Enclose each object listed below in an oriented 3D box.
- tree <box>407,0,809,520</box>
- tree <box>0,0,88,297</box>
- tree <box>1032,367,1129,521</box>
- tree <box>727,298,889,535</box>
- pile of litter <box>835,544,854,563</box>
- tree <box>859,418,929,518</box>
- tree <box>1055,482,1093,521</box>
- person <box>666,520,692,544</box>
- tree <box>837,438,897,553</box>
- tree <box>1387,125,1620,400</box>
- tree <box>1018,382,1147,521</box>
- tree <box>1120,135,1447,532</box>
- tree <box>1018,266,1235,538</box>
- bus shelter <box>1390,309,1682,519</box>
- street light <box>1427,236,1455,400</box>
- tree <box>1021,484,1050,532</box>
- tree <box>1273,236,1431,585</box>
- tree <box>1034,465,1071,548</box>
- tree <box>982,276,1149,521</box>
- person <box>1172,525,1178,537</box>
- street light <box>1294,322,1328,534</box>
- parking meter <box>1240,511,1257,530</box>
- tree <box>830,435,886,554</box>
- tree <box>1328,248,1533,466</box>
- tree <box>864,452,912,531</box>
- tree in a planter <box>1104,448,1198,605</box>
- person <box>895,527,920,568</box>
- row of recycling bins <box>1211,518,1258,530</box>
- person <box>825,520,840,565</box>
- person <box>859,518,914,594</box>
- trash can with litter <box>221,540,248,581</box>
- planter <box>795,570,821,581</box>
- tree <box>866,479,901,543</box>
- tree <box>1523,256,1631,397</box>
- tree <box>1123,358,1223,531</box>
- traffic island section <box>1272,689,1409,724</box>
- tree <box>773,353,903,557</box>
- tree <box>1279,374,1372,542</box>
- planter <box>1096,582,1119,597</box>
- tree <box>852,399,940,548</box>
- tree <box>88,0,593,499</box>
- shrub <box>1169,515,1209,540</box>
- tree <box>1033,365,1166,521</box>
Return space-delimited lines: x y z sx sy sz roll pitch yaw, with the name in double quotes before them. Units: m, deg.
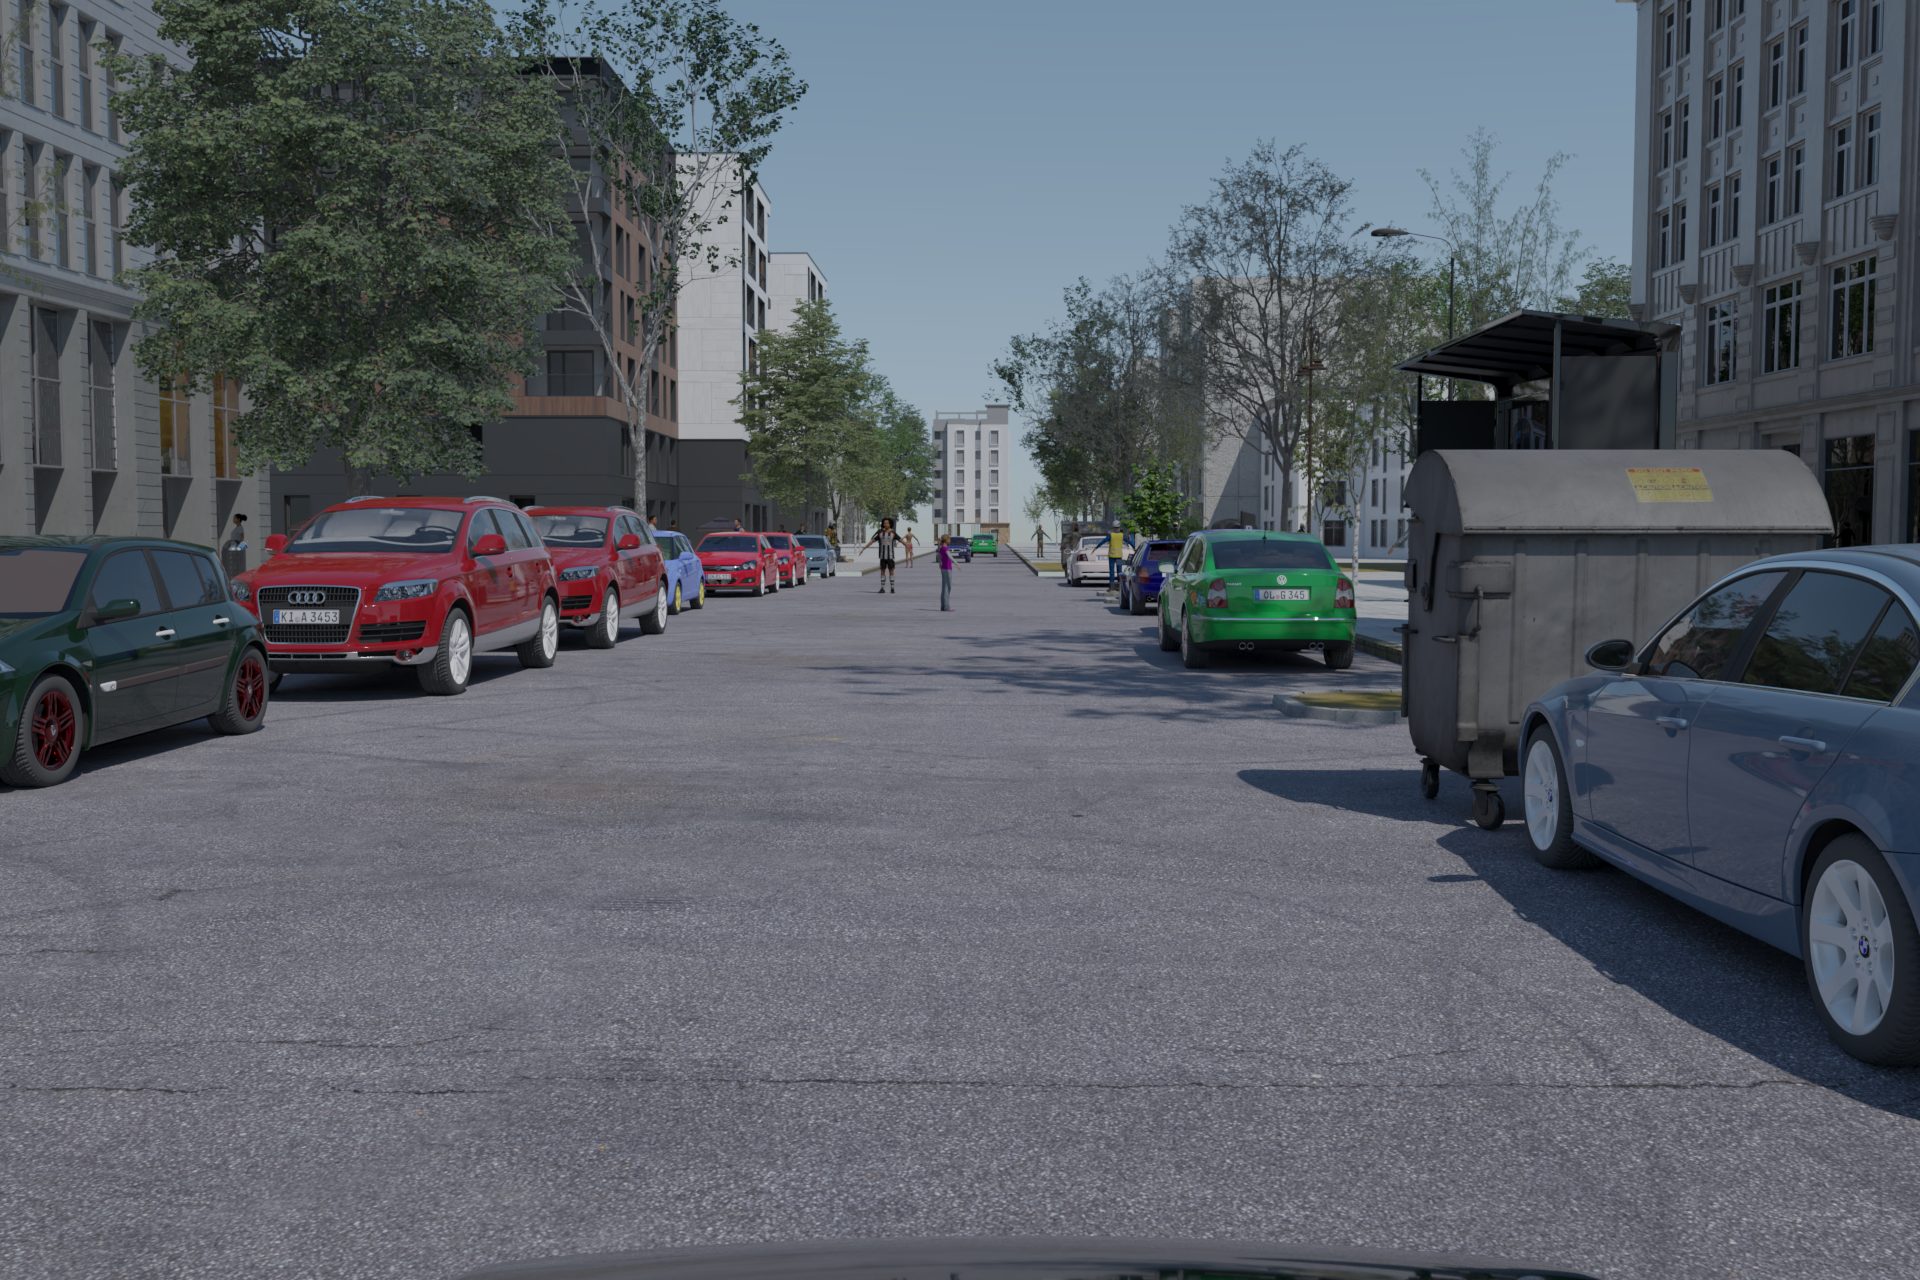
"tree" -11.785 -12.367 58.097 12.611 20.169 13.585 0 3 0
"tree" -11.622 -4.076 17.009 4.360 8.622 3.978 0 3 0
"tree" 8.496 -12.162 116.976 7.486 12.596 7.792 0 3 0
"tree" -7.264 -10.093 83.151 7.486 12.596 7.792 0 3 0
"pile of litter" -5.378 -3.948 78.518 1.176 0.858 1.719 0 4 1
"tree" -6.324 -14.020 154.987 9.928 11.665 9.643 0 3 0
"tree" 9.412 -12.173 149.386 4.737 8.622 4.395 0 3 0
"person" -10.904 -3.659 65.955 1.346 1.812 0.704 0 4 6
"tree" -6.724 -10.314 119.002 4.737 8.622 4.395 0 3 0
"tree" 10.053 -4.977 31.734 4.360 8.622 3.978 0 3 0
"tree" 7.950 -10.303 102.862 8.767 10.594 7.601 -1 4 -21
"tree" 10.023 -8.741 53.287 12.009 13.543 11.850 0 3 0
"tree" 7.717 -10.368 79.879 12.009 13.543 11.850 0 3 0
"bus shelter" 6.795 -1.829 21.191 1.731 3.624 6.357 0 4 1
"street light" 8.017 -3.295 26.418 1.470 5.913 1.316 0 4 1
"tree" 11.189 -18.538 253.459 4.737 8.622 4.395 0 3 0
"tree" 9.838 -5.656 42.831 4.360 8.622 3.978 0 3 0
"tree" 8.961 -12.855 160.547 4.737 8.622 4.395 0 3 0
"tree" 7.990 -16.758 129.878 12.611 20.169 13.585 0 3 0
"person" 9.560 -4.325 76.898 1.347 1.806 0.705 2 4 24
"street light" 7.669 -3.986 37.963 0.468 5.910 1.993 0 4 1
"parking meter" 7.327 -2.342 44.009 0.399 1.863 0.255 0 4 1
"tree" -6.772 -9.850 111.406 4.360 8.622 3.978 0 3 0
"tree" 17.276 -8.426 63.519 9.928 11.665 9.643 0 3 0
"tree" -6.311 -12.046 147.311 4.737 8.622 4.395 0 3 0
"tree in a planter" 4.016 -2.374 36.034 1.991 3.239 1.994 0 4 2
"person" -2.190 -3.903 73.072 1.217 1.733 0.721 -2 4 -35
"row of recycling bins" 7.229 -2.380 46.032 1.069 1.692 3.534 0 4 1
"person" -5.184 -3.949 70.330 0.705 1.858 1.354 1 4 14
"person" -1.763 -2.033 41.836 1.345 1.843 0.704 1 4 10
"trash can with litter" -9.176 -0.704 22.571 1.678 1.210 2.233 0 4 2
"planter" -5.340 -1.993 53.719 1.991 0.319 1.994 0 4 1
"tree" -11.549 -20.594 254.836 7.486 12.596 7.792 0 3 0
"tree" 29.223 -10.417 76.981 9.857 13.997 8.962 0 3 0
"tree" 9.275 -7.434 71.907 4.360 8.622 3.978 0 3 0
"traffic island section" 3.593 0.539 14.056 1.991 0.108 1.994 0 4 1
"tree" -6.996 -10.543 98.138 9.928 11.665 9.643 0 3 0
"tree" 15.045 -7.434 71.916 4.737 8.622 4.395 0 3 0
"planter" 4.191 -1.172 40.303 1.991 0.319 1.994 0 4 0
"tree" -6.330 -15.771 164.509 9.857 13.997 8.962 0 3 0
"tree" -11.456 -7.725 32.960 9.857 13.997 8.962 0 3 0
"shrub" 8.915 -3.873 67.368 1.661 2.075 1.752 0 3 0
"tree" 7.602 -9.641 92.043 8.767 10.594 7.601 1 4 21
